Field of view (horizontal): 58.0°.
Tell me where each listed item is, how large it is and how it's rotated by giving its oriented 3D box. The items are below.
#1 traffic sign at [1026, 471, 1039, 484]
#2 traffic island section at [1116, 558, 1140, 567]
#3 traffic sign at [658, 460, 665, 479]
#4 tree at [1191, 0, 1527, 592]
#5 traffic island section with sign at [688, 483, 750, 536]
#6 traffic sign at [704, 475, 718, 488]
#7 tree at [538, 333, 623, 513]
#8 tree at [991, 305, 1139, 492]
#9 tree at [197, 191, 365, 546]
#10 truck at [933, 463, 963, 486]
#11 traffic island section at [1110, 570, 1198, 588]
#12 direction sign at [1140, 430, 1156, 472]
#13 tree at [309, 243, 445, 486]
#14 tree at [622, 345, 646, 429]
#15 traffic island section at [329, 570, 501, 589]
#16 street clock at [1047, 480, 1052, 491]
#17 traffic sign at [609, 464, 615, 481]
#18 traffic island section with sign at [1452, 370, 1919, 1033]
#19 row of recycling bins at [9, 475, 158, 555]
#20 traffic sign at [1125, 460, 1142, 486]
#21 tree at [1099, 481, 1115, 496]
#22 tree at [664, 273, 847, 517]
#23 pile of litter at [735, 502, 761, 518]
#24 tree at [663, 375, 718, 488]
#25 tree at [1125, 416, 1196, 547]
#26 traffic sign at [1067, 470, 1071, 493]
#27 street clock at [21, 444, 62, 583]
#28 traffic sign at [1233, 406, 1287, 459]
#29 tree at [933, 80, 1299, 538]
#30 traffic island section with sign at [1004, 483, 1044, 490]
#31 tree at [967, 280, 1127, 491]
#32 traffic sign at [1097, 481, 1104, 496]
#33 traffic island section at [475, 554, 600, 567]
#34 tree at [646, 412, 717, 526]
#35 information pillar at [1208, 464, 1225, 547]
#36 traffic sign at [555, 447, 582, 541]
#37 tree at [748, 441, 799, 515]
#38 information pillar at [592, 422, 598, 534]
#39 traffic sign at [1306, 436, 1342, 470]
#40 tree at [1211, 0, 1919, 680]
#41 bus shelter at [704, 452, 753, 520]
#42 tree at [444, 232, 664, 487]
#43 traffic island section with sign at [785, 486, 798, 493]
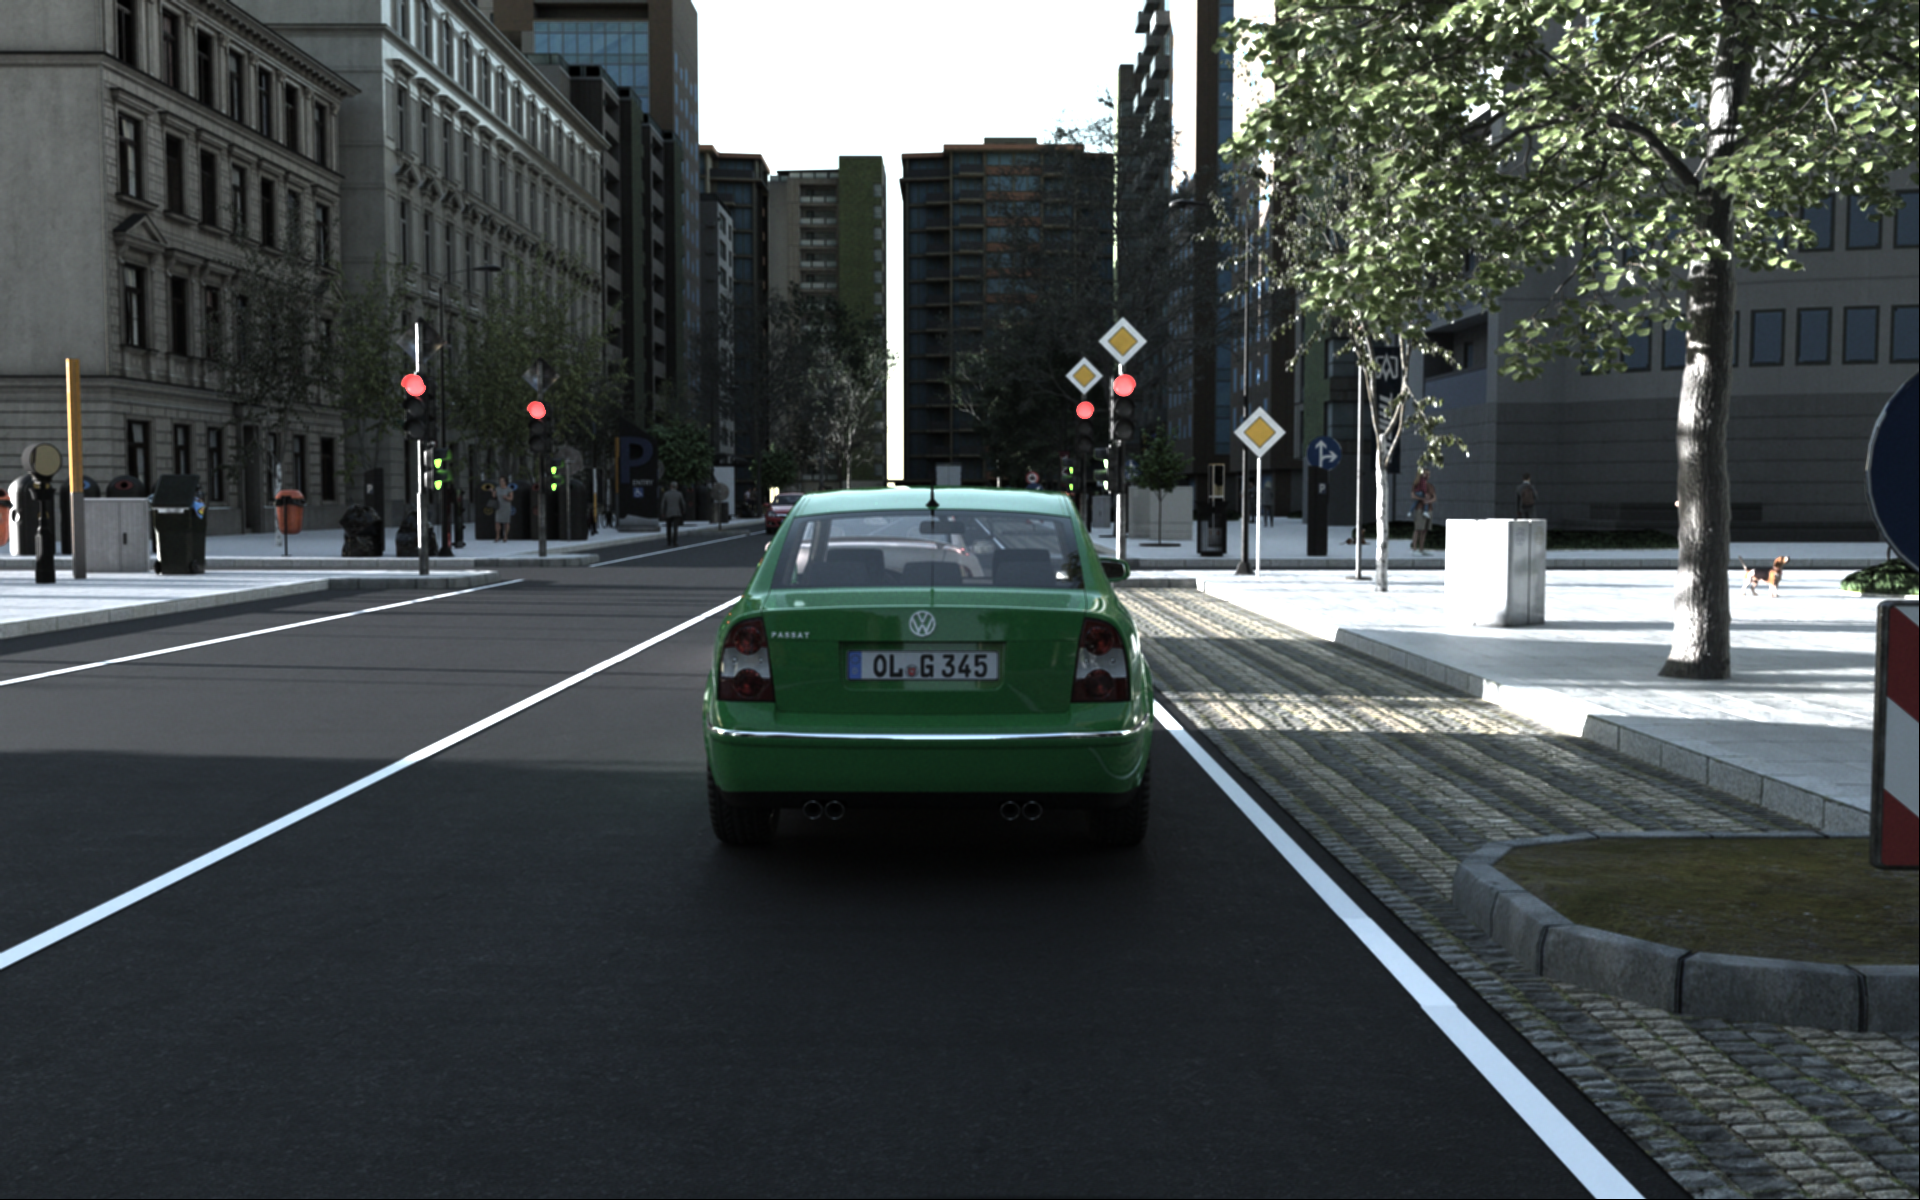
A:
[{"bbox_3d":[4.029,-5.887,96.357,0.768,2.556,0.104,0,4,8],"label":"traffic sign"},{"bbox_3d":[2.556,-0.815,35.602,2.009,0.180,2.903,0,4,0],"label":"traffic island section"},{"bbox_3d":[-11.124,-3.850,63.061,0.768,2.556,0.104,1,4,9],"label":"traffic sign"},{"bbox_3d":[5.369,-4.405,22.388,4.360,8.622,3.978,0,3,0],"label":"tree"},{"bbox_3d":[-8.378,-3.170,60.454,1.989,1.847,2.006,0,4,0],"label":"traffic island section with sign"},{"bbox_3d":[-12.091,-5.103,83.432,0.884,2.594,0.081,0,4,8],"label":"traffic sign"},{"bbox_3d":[-17.958,-7.919,79.835,4.360,8.622,3.978,0,3,0],"label":"tree"},{"bbox_3d":[4.962,-9.028,82.015,7.601,10.594,8.767,0,4,1],"label":"tree"},{"bbox_3d":[-16.835,-5.644,42.638,4.360,8.622,3.978,0,3,0],"label":"tree"},{"bbox_3d":[-1.103,-10.588,162.035,2.839,4.237,11.283,0,4,-1],"label":"truck"},{"bbox_3d":[2.592,-0.326,27.617,2.009,0.180,2.903,0,4,0],"label":"traffic island section"},{"bbox_3d":[6.745,-4.277,61.930,0.379,3.537,0.876,-2,4,-35],"label":"direction sign"},{"bbox_3d":[-17.448,-6.195,51.646,4.737,8.622,4.395,0,3,0],"label":"tree"},{"bbox_3d":[-17.482,-8.274,85.637,4.360,8.622,3.978,0,3,0],"label":"tree"},{"bbox_3d":[-8.549,-0.324,27.572,2.009,0.180,2.903,0,4,0],"label":"traffic island section"},{"bbox_3d":[4.780,-5.367,92.316,0.358,2.002,0.471,0,4,6],"label":"street clock"},{"bbox_3d":[-14.270,-4.413,72.260,0.768,2.556,0.104,1,4,9],"label":"traffic sign"},{"bbox_3d":[2.699,0.190,5.522,1.989,1.847,2.006,0,4,0],"label":"traffic island section with sign"},{"bbox_3d":[-18.471,-1.846,37.302,3.534,1.692,1.069,-2,4,-29],"label":"row of recycling bins"},{"bbox_3d":[6.387,-3.926,64.294,0.768,2.556,0.104,0,4,2],"label":"traffic sign"},{"bbox_3d":[7.791,-5.736,88.391,1.663,3.219,1.824,0,3,0],"label":"tree"},{"bbox_3d":[-11.231,-11.377,96.384,12.009,13.543,11.850,0,3,0],"label":"tree"},{"bbox_3d":[-11.278,-4.742,91.490,1.719,0.858,1.176,2,4,28],"label":"pile of litter"},{"bbox_3d":[-17.161,-9.499,105.678,4.737,8.622,4.395,0,3,0],"label":"tree"},{"bbox_3d":[4.930,-2.953,42.880,1.663,3.219,1.824,0,3,0],"label":"tree"},{"bbox_3d":[5.374,-5.325,87.169,0.768,2.556,0.104,1,4,9],"label":"traffic sign"},{"bbox_3d":[-13.188,-1.245,24.920,0.358,2.002,0.471,2,4,31],"label":"street clock"},{"bbox_3d":[4.474,-1.594,25.788,0.795,2.593,0.064,0,4,7],"label":"traffic sign"},{"bbox_3d":[4.741,-8.611,51.162,12.009,13.543,11.850,0,3,0],"label":"tree"},{"bbox_3d":[2.449,-3.162,60.319,1.989,1.847,2.006,0,4,0],"label":"traffic island section with sign"},{"bbox_3d":[5.333,-12.101,104.504,9.857,13.997,8.962,0,3,0],"label":"tree"},{"bbox_3d":[7.476,-5.422,90.776,0.606,2.300,0.079,1,4,9],"label":"traffic sign"},{"bbox_3d":[-8.585,-0.812,35.557,2.009,0.180,2.903,0,4,0],"label":"traffic island section"},{"bbox_3d":[-11.341,-5.267,69.836,4.285,4.588,4.351,0,3,0],"label":"tree"},{"bbox_3d":[6.245,-2.307,42.214,0.304,2.012,0.304,-1,4,-14],"label":"information pillar"},{"bbox_3d":[-10.617,-2.865,46.956,0.768,2.556,0.104,0,4,1],"label":"traffic sign"},{"bbox_3d":[-11.435,-7.529,106.820,4.285,4.588,4.351,0,3,0],"label":"tree"},{"bbox_3d":[-11.850,-3.965,56.176,0.183,3.616,0.504,-1,4,-14],"label":"information pillar"},{"bbox_3d":[8.000,-2.326,38.144,0.768,2.556,0.104,0,4,7],"label":"traffic sign"},{"bbox_3d":[5.613,-5.729,11.789,7.486,12.596,7.792,0,3,0],"label":"tree"},{"bbox_3d":[-11.697,-5.680,86.789,2.014,3.302,5.546,0,4,0],"label":"bus shelter"},{"bbox_3d":[-11.740,-6.088,49.903,4.737,8.622,4.395,0,3,0],"label":"tree"},{"bbox_3d":[-8.494,-4.831,87.612,1.989,1.847,2.006,0,4,0],"label":"traffic island section with sign"}]
